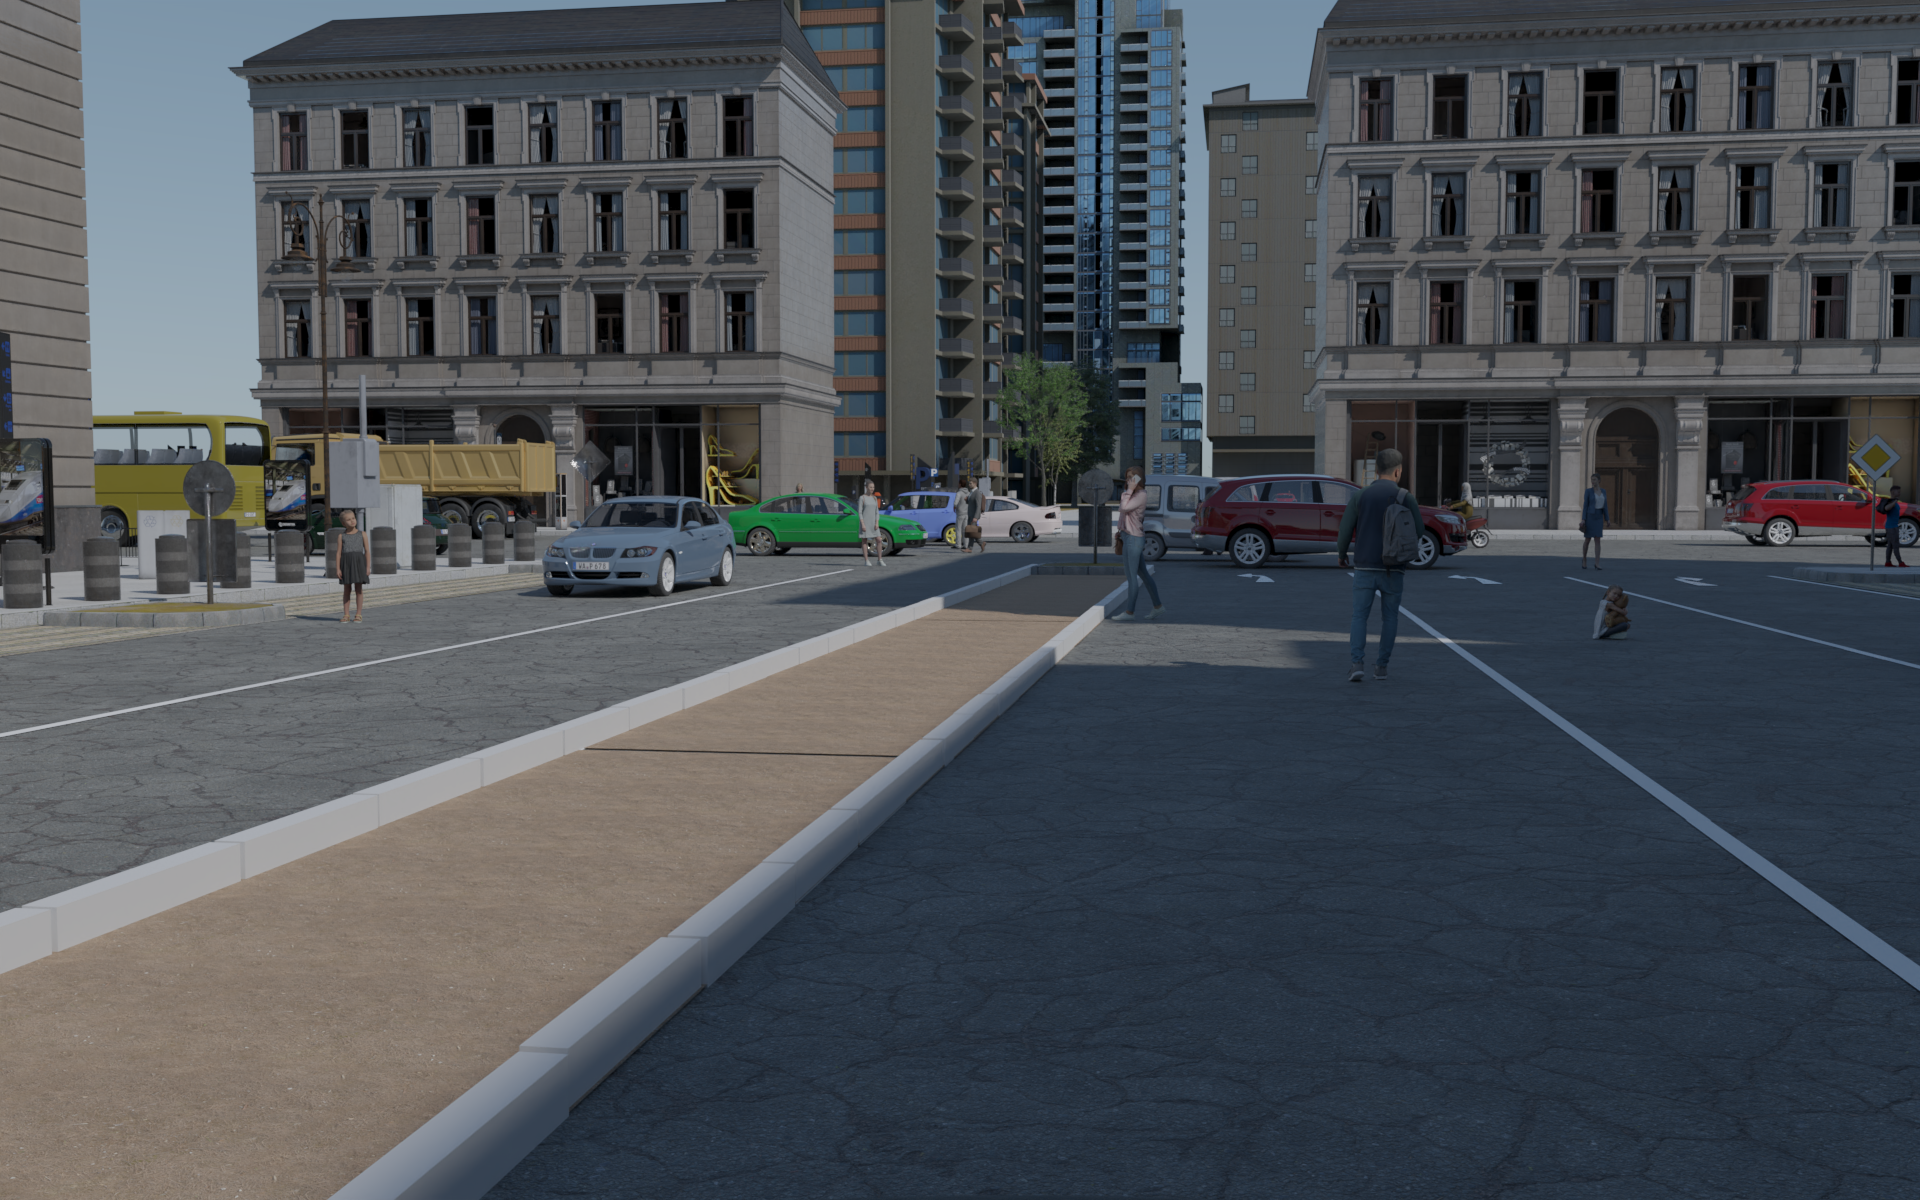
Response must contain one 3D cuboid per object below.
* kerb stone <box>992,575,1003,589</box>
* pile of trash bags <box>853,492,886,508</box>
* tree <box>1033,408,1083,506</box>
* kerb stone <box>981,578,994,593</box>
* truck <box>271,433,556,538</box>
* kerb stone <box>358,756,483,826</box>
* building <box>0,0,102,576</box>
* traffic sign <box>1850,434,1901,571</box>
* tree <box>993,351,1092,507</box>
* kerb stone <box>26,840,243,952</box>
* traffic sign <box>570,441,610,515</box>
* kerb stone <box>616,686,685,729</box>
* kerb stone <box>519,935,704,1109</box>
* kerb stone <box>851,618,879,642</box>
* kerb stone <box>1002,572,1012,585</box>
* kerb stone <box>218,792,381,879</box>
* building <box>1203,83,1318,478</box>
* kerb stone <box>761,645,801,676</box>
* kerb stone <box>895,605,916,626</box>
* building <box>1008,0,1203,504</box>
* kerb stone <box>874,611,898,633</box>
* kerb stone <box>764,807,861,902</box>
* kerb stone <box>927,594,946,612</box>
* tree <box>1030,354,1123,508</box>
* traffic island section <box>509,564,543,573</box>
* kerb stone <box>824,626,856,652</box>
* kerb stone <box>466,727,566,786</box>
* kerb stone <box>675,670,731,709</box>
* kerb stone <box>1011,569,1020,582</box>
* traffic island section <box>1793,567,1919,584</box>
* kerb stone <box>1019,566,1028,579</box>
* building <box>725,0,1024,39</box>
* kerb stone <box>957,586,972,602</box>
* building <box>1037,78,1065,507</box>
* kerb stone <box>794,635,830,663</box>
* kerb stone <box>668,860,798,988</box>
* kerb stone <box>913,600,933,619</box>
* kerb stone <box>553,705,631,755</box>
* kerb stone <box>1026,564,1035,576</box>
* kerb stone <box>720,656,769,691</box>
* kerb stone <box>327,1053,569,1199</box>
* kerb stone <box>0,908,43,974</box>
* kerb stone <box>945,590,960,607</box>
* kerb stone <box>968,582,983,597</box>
[{"bbox_3d":[0.481,-0.242,26.179,0.120,0.150,1.000,1,4,9],"label":"kerb stone"},{"bbox_3d":[-5.086,-5.387,97.833,1.912,1.369,3.447,-1,4,-19],"label":"pile of trash bags"},{"bbox_3d":[7.609,-11.427,137.194,4.737,8.622,4.395,0,3,0],"label":"tree"},{"bbox_3d":[0.323,-0.182,25.165,0.120,0.150,1.000,1,4,9],"label":"kerb stone"},{"bbox_3d":[-18.113,-3.661,55.774,9.791,3.379,3.469,1,4,9],"label":"truck"},{"bbox_3d":[-2.463,0.874,7.912,0.120,0.150,1.000,1,4,9],"label":"kerb stone"},{"bbox_3d":[-27.408,-13.924,24.918,25.104,27.353,12.463,1,4,9],"label":"building"},{"bbox_3d":[15.260,-1.547,28.929,0.795,2.450,0.064,1,4,9],"label":"traffic sign"},{"bbox_3d":[5.997,-12.258,126.168,9.928,11.665,9.643,0,3,0],"label":"tree"},{"bbox_3d":[-2.783,0.998,5.881,0.120,0.150,1.000,1,4,9],"label":"kerb stone"},{"bbox_3d":[-6.945,-1.766,32.518,0.795,2.450,0.064,1,4,9],"label":"traffic sign"},{"bbox_3d":[-1.972,0.688,10.950,0.120,0.150,1.000,1,4,9],"label":"kerb stone"},{"bbox_3d":[-0.886,1.081,4.514,0.120,0.150,1.000,1,4,9],"label":"kerb stone"},{"bbox_3d":[-0.987,0.316,17.026,0.120,0.150,1.000,1,4,9],"label":"kerb stone"},{"bbox_3d":[0.654,-0.306,27.191,0.120,0.150,1.000,1,4,9],"label":"kerb stone"},{"bbox_3d":[-2.619,0.936,6.897,0.120,0.150,1.000,1,4,9],"label":"kerb stone"},{"bbox_3d":[46.152,-39.168,229.641,27.495,52.752,28.713,1,4,9],"label":"building"},{"bbox_3d":[-1.487,0.503,13.988,0.120,0.150,1.000,1,4,9],"label":"kerb stone"},{"bbox_3d":[-0.661,0.192,19.055,0.120,0.150,1.000,1,4,9],"label":"kerb stone"},{"bbox_3d":[16.932,-56.174,231.113,31.000,86.520,22.319,1,4,9],"label":"building"},{"bbox_3d":[-0.829,0.255,18.042,0.120,0.150,1.000,1,4,9],"label":"kerb stone"},{"bbox_3d":[-0.552,0.958,6.538,0.120,0.150,1.000,1,4,9],"label":"kerb stone"},{"bbox_3d":[-0.340,0.067,21.094,0.120,0.150,1.000,1,4,9],"label":"kerb stone"},{"bbox_3d":[10.537,-15.471,159.610,9.857,13.997,8.962,0,3,0],"label":"tree"},{"bbox_3d":[-6.969,-0.630,32.583,2.009,0.180,2.903,1,4,9],"label":"traffic island section"},{"bbox_3d":[-1.154,0.380,16.014,0.120,0.150,1.000,1,4,9],"label":"kerb stone"},{"bbox_3d":[-2.296,0.812,8.924,0.120,0.150,1.000,1,4,9],"label":"kerb stone"},{"bbox_3d":[-1.800,0.628,11.961,0.120,0.150,1.000,1,4,9],"label":"kerb stone"},{"bbox_3d":[0.814,-0.367,28.205,0.120,0.150,1.000,1,4,9],"label":"kerb stone"},{"bbox_3d":[15.285,-0.411,29.003,2.009,0.180,2.903,1,4,9],"label":"traffic island section"},{"bbox_3d":[0.977,-0.430,29.225,0.120,0.150,1.000,1,4,9],"label":"kerb stone"},{"bbox_3d":[-6.738,-29.720,140.545,22.147,44.769,28.867,1,4,9],"label":"building"},{"bbox_3d":[-0.008,-0.056,23.120,0.120,0.150,1.000,1,4,9],"label":"kerb stone"},{"bbox_3d":[-4.251,-31.982,177.522,28.867,44.769,22.147,1,4,9],"label":"building"},{"bbox_3d":[-1.320,0.441,15.000,0.120,0.150,1.000,1,4,9],"label":"kerb stone"},{"bbox_3d":[-0.711,1.020,5.525,0.120,0.150,1.000,1,4,9],"label":"kerb stone"},{"bbox_3d":[-0.492,0.129,20.079,0.120,0.150,1.000,1,4,9],"label":"kerb stone"},{"bbox_3d":[-2.131,0.753,9.936,0.120,0.150,1.000,1,4,9],"label":"kerb stone"},{"bbox_3d":[1.140,-0.492,30.240,0.120,0.150,1.000,1,4,9],"label":"kerb stone"},{"bbox_3d":[-1.640,0.564,12.974,0.120,0.150,1.000,1,4,9],"label":"kerb stone"},{"bbox_3d":[-1.039,1.148,3.500,0.120,0.150,1.000,1,4,9],"label":"kerb stone"},{"bbox_3d":[-2.947,1.060,4.869,0.120,0.150,1.000,1,4,9],"label":"kerb stone"},{"bbox_3d":[-0.172,0.005,22.108,0.120,0.150,1.000,1,4,9],"label":"kerb stone"},{"bbox_3d":[0.154,-0.119,24.148,0.120,0.150,1.000,1,4,9],"label":"kerb stone"}]
